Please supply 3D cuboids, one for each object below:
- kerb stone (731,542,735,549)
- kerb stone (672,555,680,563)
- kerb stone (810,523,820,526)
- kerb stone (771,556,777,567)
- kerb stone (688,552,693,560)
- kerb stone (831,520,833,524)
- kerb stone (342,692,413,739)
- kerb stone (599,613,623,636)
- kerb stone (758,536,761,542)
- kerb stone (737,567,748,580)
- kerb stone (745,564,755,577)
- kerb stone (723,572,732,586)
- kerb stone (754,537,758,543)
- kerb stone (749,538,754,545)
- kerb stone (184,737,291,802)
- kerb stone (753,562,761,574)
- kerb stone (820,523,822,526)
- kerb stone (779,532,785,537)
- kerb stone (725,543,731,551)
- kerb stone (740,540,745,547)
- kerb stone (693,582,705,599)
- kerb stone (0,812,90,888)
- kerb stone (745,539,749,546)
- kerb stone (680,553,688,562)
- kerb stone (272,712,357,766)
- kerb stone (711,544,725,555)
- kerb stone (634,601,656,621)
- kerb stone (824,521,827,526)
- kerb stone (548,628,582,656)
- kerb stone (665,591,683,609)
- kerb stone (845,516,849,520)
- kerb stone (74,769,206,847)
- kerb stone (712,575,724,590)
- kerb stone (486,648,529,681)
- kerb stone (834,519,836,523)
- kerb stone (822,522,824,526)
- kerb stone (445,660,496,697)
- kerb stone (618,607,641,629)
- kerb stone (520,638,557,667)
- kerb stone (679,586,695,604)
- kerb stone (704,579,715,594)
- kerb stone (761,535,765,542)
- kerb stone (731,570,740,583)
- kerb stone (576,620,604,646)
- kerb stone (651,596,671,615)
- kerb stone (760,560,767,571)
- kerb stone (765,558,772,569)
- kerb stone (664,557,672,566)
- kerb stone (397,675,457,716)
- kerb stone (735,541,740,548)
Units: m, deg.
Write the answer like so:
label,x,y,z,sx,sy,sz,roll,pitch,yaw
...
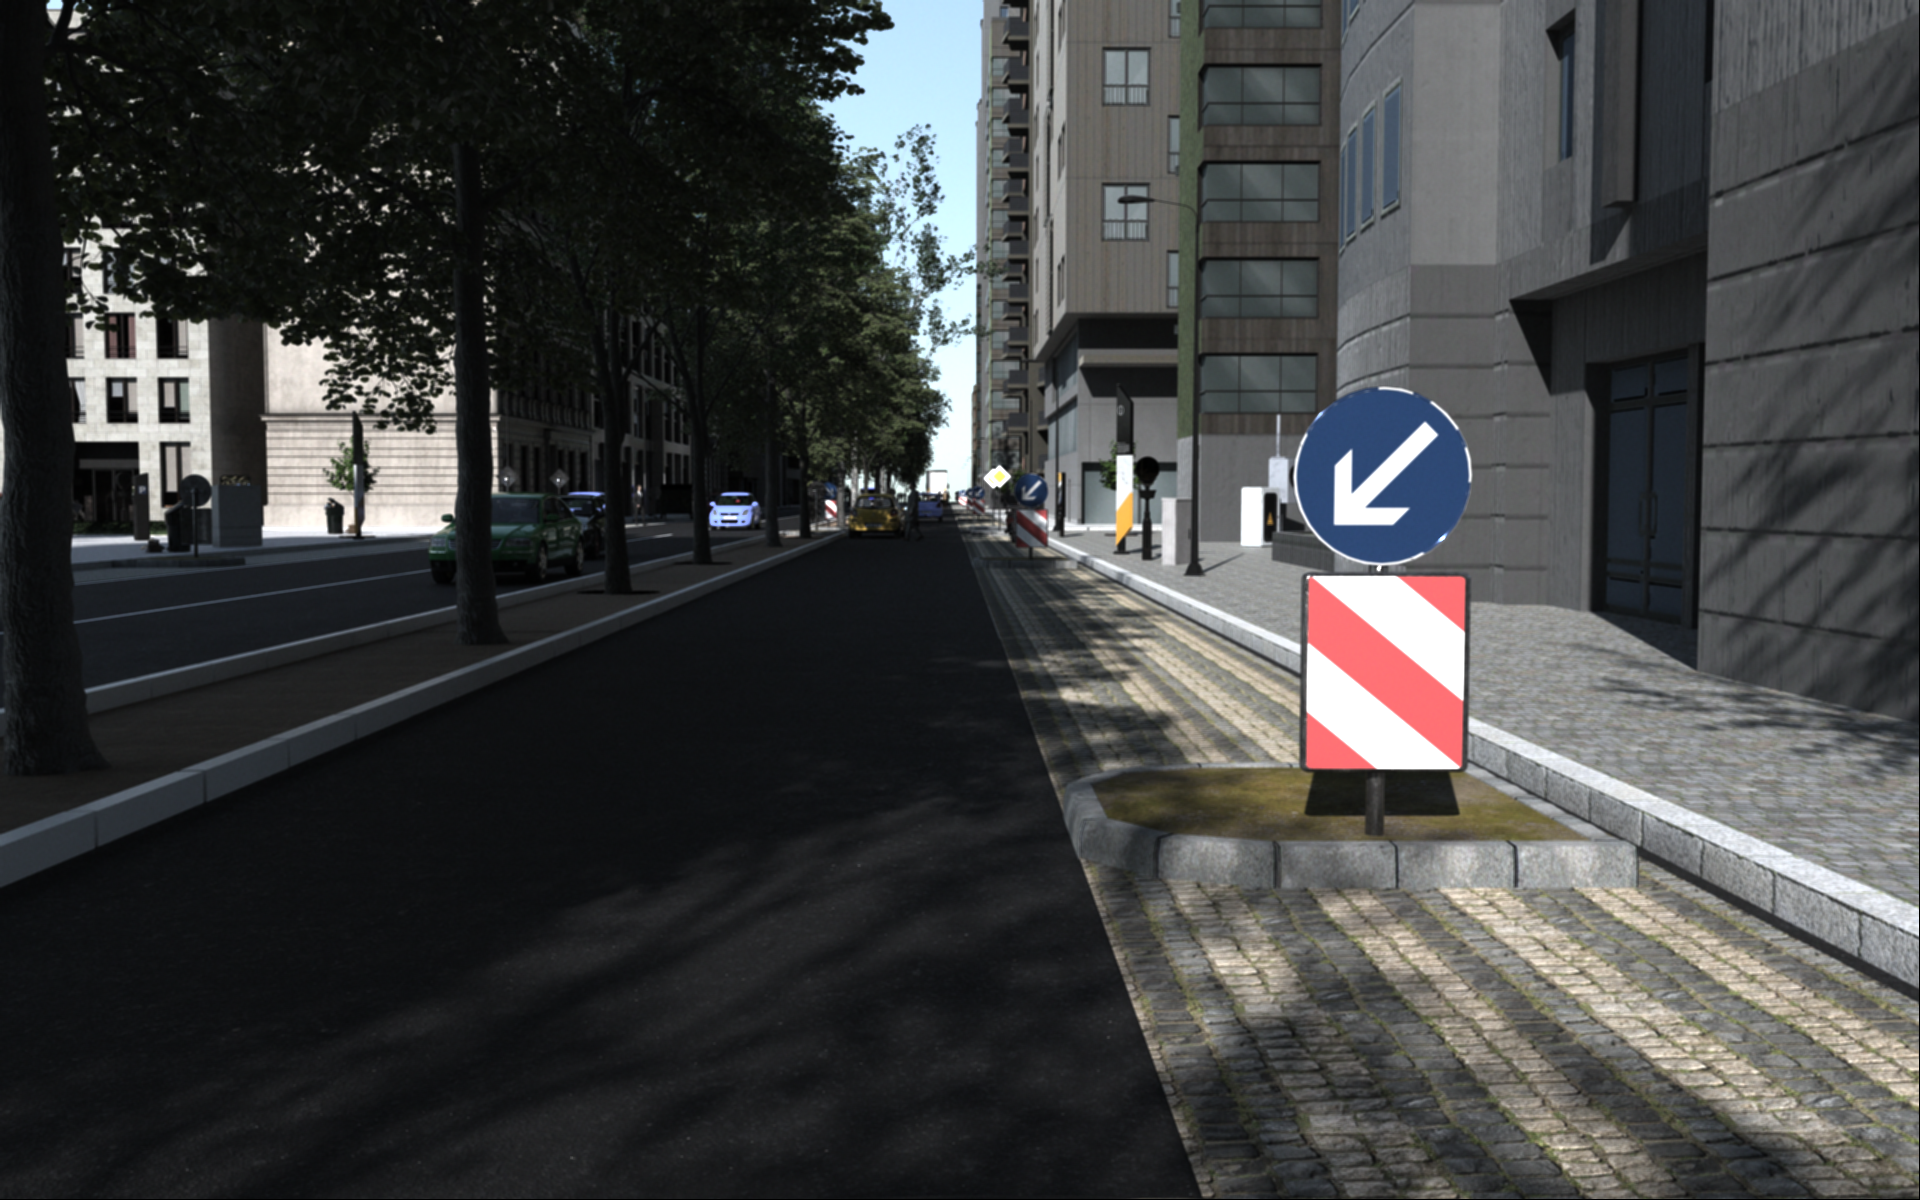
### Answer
label,x,y,z,sx,sy,sz,roll,pitch,yaw
kerb stone,-5.941,-1.356,44.371,0.120,0.150,1.000,0,4,0
kerb stone,-5.865,-0.789,35.151,0.120,0.150,1.000,0,4,0
kerb stone,-6.157,-3.145,73.624,0.120,0.150,1.000,0,4,0
kerb stone,-3.762,-0.733,34.177,0.120,0.150,1.000,0,4,0
kerb stone,-5.882,-0.918,37.197,0.120,0.150,1.000,0,4,0
kerb stone,-6.214,-3.642,81.848,0.120,0.150,1.000,0,4,0
kerb stone,-3.586,0.708,10.612,0.120,0.150,1.000,0,4,0
kerb stone,-3.644,0.273,17.790,0.120,0.150,1.000,0,4,0
kerb stone,-5.988,-1.734,50.542,0.120,0.150,1.000,0,4,0
kerb stone,-3.723,-0.420,29.062,0.120,0.150,1.000,0,4,0
kerb stone,-3.729,-0.482,30.084,0.120,0.150,1.000,0,4,0
kerb stone,-3.712,-0.295,27.012,0.120,0.150,1.000,0,4,0
kerb stone,-5.976,-1.671,49.510,0.120,0.150,1.000,0,4,0
kerb stone,-5.967,-1.608,48.483,0.120,0.150,1.000,0,4,0
kerb stone,-3.568,0.834,8.552,0.120,0.150,1.000,0,4,0
kerb stone,-3.743,-0.545,31.110,0.120,0.150,1.000,0,4,0
kerb stone,-6.164,-3.208,74.649,0.120,0.150,1.000,0,4,0
kerb stone,-6.045,-2.236,58.752,0.120,0.150,1.000,0,4,0
kerb stone,-5.928,-1.286,43.349,0.120,0.150,1.000,0,4,0
kerb stone,-5.953,-1.480,46.429,0.120,0.150,1.000,0,4,0
kerb stone,-3.685,-0.107,23.942,0.120,0.150,1.000,0,4,0
kerb stone,-3.555,0.960,6.501,0.120,0.150,1.000,0,4,0
kerb stone,-5.967,-1.545,47.456,0.120,0.150,1.000,0,4,0
kerb stone,-5.874,-0.855,36.175,0.120,0.150,1.000,0,4,0
kerb stone,-3.580,0.772,9.580,0.120,0.150,1.000,0,4,0
kerb stone,-5.929,-1.231,42.324,0.120,0.150,1.000,0,4,0
kerb stone,-3.655,0.144,19.845,0.120,0.150,1.000,0,4,0
kerb stone,-6.185,-3.397,77.729,0.120,0.150,1.000,0,4,0
kerb stone,-3.626,0.395,15.743,0.120,0.150,1.000,0,4,0
kerb stone,-3.670,0.018,21.896,0.120,0.150,1.000,0,4,0
kerb stone,-6.339,-4.714,99.267,0.120,0.150,1.000,0,4,0
kerb stone,-3.565,0.900,7.530,0.120,0.150,1.000,0,4,0
kerb stone,-3.698,-0.232,25.990,0.120,0.150,1.000,0,4,0
kerb stone,-3.613,0.520,13.693,0.120,0.150,1.000,0,4,0
kerb stone,-6.228,-3.767,83.900,0.120,0.150,1.000,0,4,0
kerb stone,-6.168,-3.271,75.671,0.120,0.150,1.000,0,4,0
kerb stone,-3.605,0.584,12.663,0.120,0.150,1.000,0,4,0
kerb stone,-3.646,0.207,18.812,0.120,0.150,1.000,0,4,0
kerb stone,-3.622,0.457,14.716,0.120,0.150,1.000,0,4,0
kerb stone,-3.676,-0.044,22.919,0.120,0.150,1.000,0,4,0
kerb stone,-3.699,-0.169,24.965,0.120,0.150,1.000,0,4,0
kerb stone,-5.991,-1.793,51.569,0.120,0.150,1.000,0,4,0
kerb stone,-3.721,-0.354,28.035,0.120,0.150,1.000,0,4,0
kerb stone,-3.629,0.332,16.765,0.120,0.150,1.000,0,4,0
kerb stone,-3.658,0.081,20.874,0.120,0.150,1.000,0,4,0
kerb stone,-3.741,-0.605,32.132,0.120,0.150,1.000,0,4,0
kerb stone,-3.752,-0.668,33.155,0.120,0.150,1.000,0,4,0
kerb stone,-5.868,-0.730,34.128,0.120,0.150,1.000,0,4,0
kerb stone,-3.598,0.646,11.634,0.120,0.150,1.000,0,4,0
kerb stone,-5.945,-1.417,45.407,0.120,0.150,1.000,0,4,0
